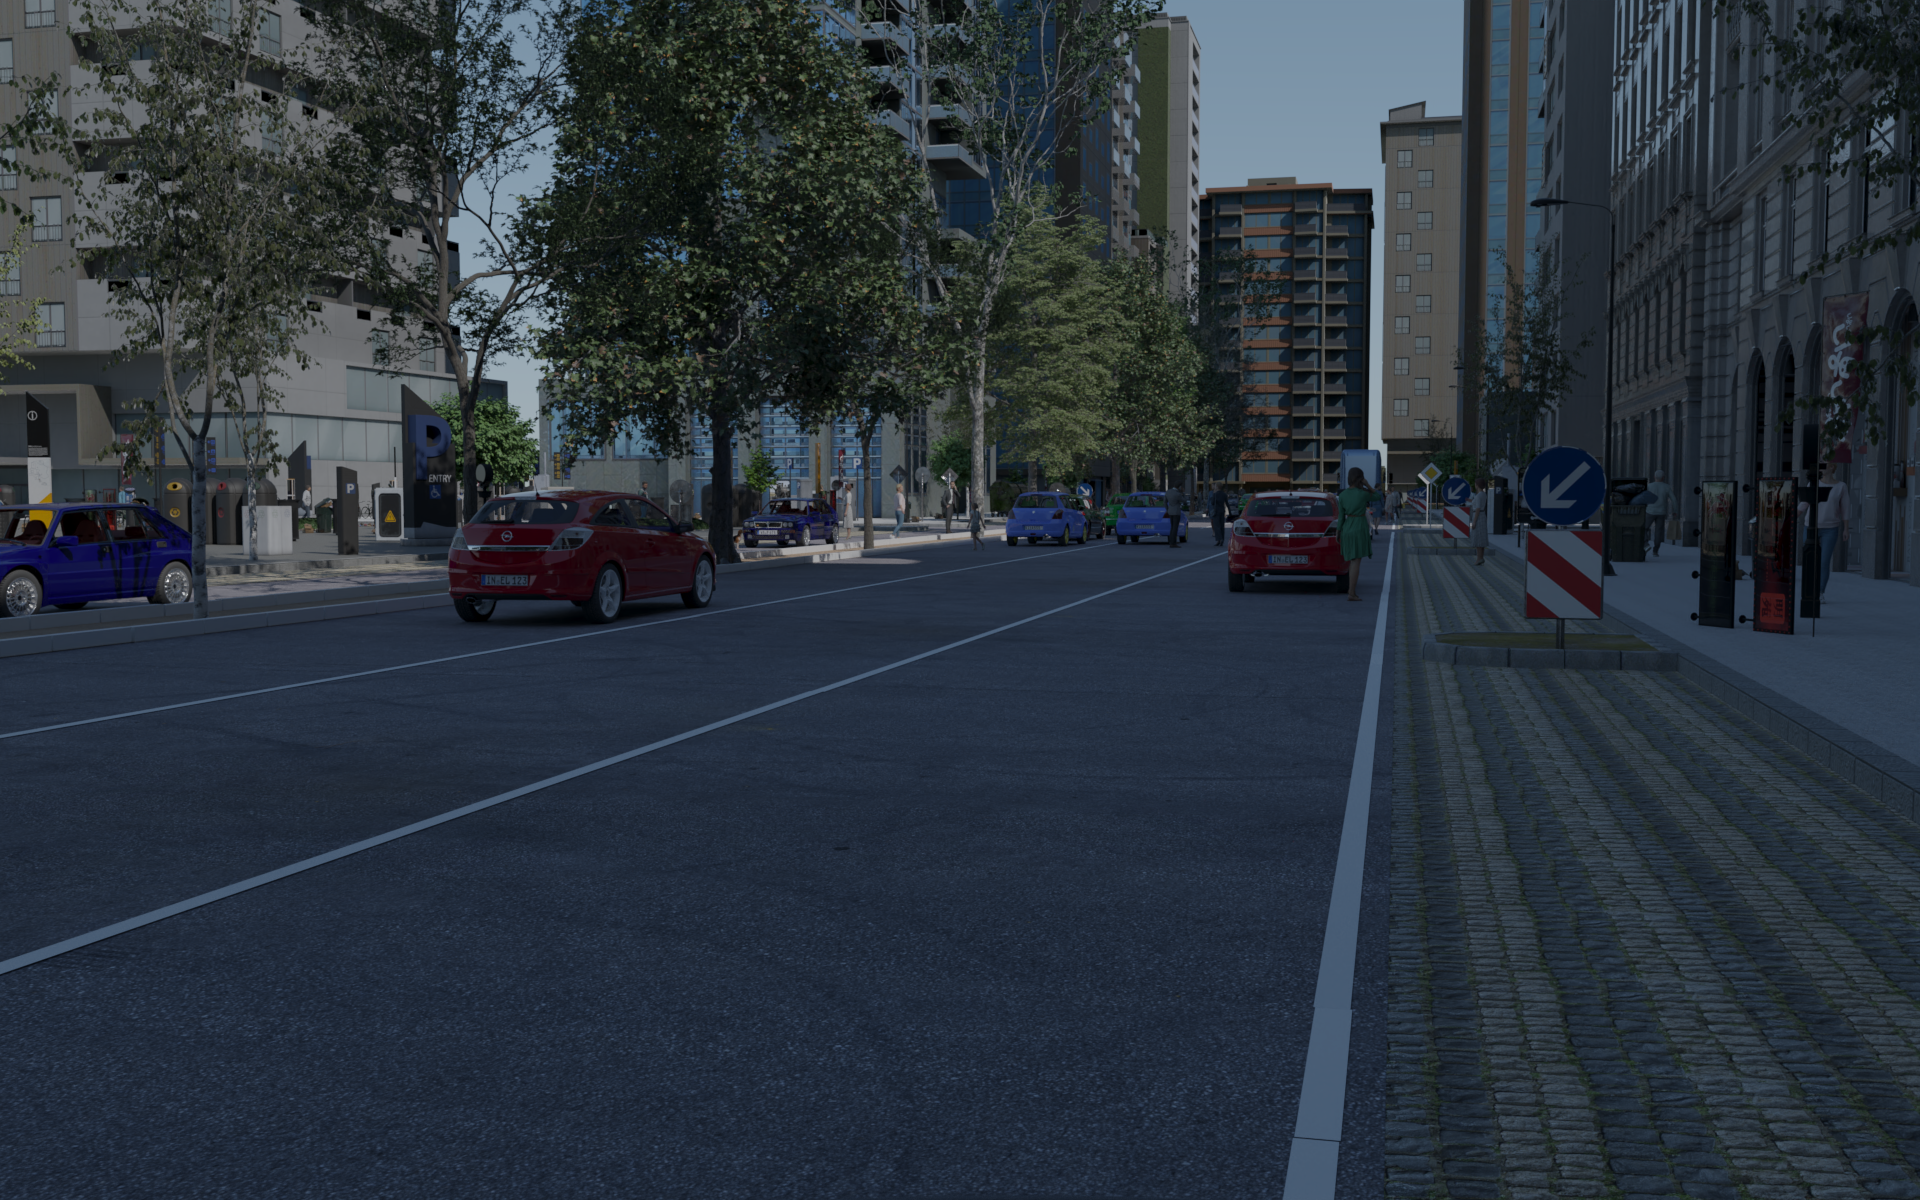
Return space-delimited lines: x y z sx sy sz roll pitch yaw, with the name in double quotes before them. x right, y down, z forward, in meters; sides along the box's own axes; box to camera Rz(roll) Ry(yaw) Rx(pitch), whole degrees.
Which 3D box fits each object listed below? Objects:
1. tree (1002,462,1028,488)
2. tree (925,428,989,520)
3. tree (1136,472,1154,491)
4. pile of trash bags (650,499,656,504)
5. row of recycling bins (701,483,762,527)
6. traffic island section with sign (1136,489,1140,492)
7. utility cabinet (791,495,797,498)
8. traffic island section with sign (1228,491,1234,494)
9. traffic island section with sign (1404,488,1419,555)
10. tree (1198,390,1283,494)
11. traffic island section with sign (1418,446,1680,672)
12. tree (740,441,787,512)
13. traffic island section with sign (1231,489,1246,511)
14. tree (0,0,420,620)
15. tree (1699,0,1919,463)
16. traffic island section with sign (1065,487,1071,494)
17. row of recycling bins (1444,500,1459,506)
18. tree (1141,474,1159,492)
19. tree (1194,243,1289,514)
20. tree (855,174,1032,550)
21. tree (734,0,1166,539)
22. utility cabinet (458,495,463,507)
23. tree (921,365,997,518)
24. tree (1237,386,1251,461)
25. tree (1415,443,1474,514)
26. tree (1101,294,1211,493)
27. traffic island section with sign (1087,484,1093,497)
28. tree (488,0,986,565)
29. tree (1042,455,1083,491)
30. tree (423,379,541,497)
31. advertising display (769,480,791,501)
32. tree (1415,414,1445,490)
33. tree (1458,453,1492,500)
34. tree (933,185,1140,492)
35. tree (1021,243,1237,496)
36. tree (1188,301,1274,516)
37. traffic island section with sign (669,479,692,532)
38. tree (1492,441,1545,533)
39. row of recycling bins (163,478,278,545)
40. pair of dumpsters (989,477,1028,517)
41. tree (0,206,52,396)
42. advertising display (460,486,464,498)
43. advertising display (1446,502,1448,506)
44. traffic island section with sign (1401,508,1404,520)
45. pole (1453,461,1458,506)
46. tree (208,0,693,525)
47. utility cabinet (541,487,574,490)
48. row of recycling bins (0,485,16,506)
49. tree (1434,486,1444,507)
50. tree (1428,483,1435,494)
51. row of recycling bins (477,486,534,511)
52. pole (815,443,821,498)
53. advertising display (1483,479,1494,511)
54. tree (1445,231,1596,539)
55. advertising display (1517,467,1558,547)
"tree" 3.522 -6.719 104.452 1.663 3.219 1.824 0 3 0
"tree" -0.167 -6.249 85.884 4.285 4.588 4.351 0 3 0
"tree" 15.290 -12.234 150.381 4.737 8.622 4.395 0 3 0
"pile of trash bags" -25.770 -8.043 141.248 1.912 1.369 3.447 -2 4 -30
"row of recycling bins" -8.864 -3.711 67.790 1.069 1.692 3.534 2 4 27
"traffic island section with sign" 12.951 -7.296 127.918 1.989 1.847 2.006 1 4 14
"utility cabinet" -8.576 -4.672 87.544 1.020 1.237 0.306 2 4 26
"traffic island section with sign" 31.559 -11.798 201.531 1.989 1.847 2.006 1 4 14
"traffic island section with sign" 11.658 -1.990 41.173 1.989 1.847 2.006 1 4 14
"tree" 20.526 -11.955 132.339 8.767 10.594 7.601 1 4 14
"traffic island section with sign" 5.052 -0.392 15.036 1.989 1.847 2.006 1 4 14
"tree" -6.960 -4.077 61.264 1.663 3.219 1.824 0 3 0
"traffic island section with sign" 23.882 -8.502 147.148 2.006 1.907 1.989 1 4 14
"tree" -8.255 -4.042 18.914 4.360 8.622 3.978 0 3 0
"tree" 7.549 -3.781 12.182 4.360 8.622 3.978 0 3 0
"traffic island section with sign" 6.087 -5.638 100.808 1.989 1.847 2.006 1 4 14
"row of recycling bins" 33.328 -6.749 117.465 1.069 1.692 3.534 1 4 16
"tree" 16.754 -9.717 153.466 1.663 3.219 1.824 0 3 0
"tree" 16.243 -16.112 121.770 12.611 20.169 13.585 0 3 0
"tree" -2.159 -6.501 43.163 8.767 10.594 7.601 1 4 14
"tree" -0.438 -11.932 53.427 12.611 20.169 13.585 0 3 0
"utility cabinet" -47.743 -9.340 163.870 1.020 1.237 0.306 1 4 12
"tree" 0.265 -8.678 92.248 4.360 8.622 3.978 0 3 0
"tree" 11.645 -10.990 99.149 9.611 12.733 9.660 0 3 0
"tree" 31.533 -7.793 111.129 4.285 4.588 4.351 0 3 0
"tree" 8.945 -9.802 88.481 9.928 11.665 9.643 0 3 0
"traffic island section with sign" 5.472 -4.046 74.291 2.006 1.907 1.989 1 4 14
"tree" -4.613 -6.973 33.474 9.611 12.733 9.660 0 3 0
"tree" 6.857 -8.034 115.075 4.285 4.588 4.351 0 3 0
"tree" -14.104 -4.037 49.720 4.285 4.588 4.351 0 3 0
"advertising display" -8.155 -4.483 78.503 0.974 1.923 0.123 0 4 5
"tree" 43.266 -12.621 156.723 4.360 8.622 3.978 0 3 0
"tree" 25.522 -5.560 85.514 1.663 3.219 1.824 0 3 0
"tree" 2.640 -8.731 63.331 7.486 12.596 7.792 0 3 0
"tree" 7.121 -9.742 78.748 9.611 12.733 9.660 0 3 0
"tree" 14.739 -12.034 109.577 12.009 13.543 11.850 0 3 0
"traffic island section with sign" -7.673 -2.307 46.347 1.989 1.847 2.006 1 4 14
"tree" 19.143 -3.873 57.930 1.663 3.219 1.824 0 3 0
"row of recycling bins" -18.751 -2.251 43.923 3.534 1.692 1.069 1 4 23
"pair of dumpsters" 2.691 -5.786 97.096 1.574 2.255 4.437 1 4 14
"tree" -20.376 -5.118 34.037 4.737 8.622 4.395 0 3 0
"advertising display" -27.568 -5.606 96.875 0.974 1.923 0.123 2 4 29
"advertising display" 29.686 -6.135 105.518 0.123 1.923 0.974 1 4 14
"traffic island section with sign" 25.421 -5.321 95.632 1.989 1.847 2.006 1 4 14
"pole" 30.288 -6.850 105.838 0.158 3.312 0.155 0 3 0
"tree" -6.912 -5.388 24.969 8.767 10.594 7.601 1 4 14
"utility cabinet" -12.377 -2.726 53.249 0.318 1.500 1.173 2 4 28
"row of recycling bins" -42.148 -4.145 74.883 1.069 1.692 3.534 0 4 2
"tree" 35.790 -8.008 125.533 1.663 3.219 1.824 0 3 0
"tree" 55.617 -12.754 203.129 1.663 3.219 1.824 0 3 0
"row of recycling bins" -22.191 -4.719 84.268 3.534 1.692 1.069 -2 4 -28
"pole" -5.666 -4.602 69.094 0.158 3.312 0.155 0 3 0
"advertising display" 22.166 -4.074 71.825 0.974 1.923 0.123 2 4 25
"tree" 16.084 -6.062 49.475 4.360 8.622 3.978 0 3 0
"advertising display" 13.848 -2.217 41.460 0.974 1.923 0.123 1 4 14
